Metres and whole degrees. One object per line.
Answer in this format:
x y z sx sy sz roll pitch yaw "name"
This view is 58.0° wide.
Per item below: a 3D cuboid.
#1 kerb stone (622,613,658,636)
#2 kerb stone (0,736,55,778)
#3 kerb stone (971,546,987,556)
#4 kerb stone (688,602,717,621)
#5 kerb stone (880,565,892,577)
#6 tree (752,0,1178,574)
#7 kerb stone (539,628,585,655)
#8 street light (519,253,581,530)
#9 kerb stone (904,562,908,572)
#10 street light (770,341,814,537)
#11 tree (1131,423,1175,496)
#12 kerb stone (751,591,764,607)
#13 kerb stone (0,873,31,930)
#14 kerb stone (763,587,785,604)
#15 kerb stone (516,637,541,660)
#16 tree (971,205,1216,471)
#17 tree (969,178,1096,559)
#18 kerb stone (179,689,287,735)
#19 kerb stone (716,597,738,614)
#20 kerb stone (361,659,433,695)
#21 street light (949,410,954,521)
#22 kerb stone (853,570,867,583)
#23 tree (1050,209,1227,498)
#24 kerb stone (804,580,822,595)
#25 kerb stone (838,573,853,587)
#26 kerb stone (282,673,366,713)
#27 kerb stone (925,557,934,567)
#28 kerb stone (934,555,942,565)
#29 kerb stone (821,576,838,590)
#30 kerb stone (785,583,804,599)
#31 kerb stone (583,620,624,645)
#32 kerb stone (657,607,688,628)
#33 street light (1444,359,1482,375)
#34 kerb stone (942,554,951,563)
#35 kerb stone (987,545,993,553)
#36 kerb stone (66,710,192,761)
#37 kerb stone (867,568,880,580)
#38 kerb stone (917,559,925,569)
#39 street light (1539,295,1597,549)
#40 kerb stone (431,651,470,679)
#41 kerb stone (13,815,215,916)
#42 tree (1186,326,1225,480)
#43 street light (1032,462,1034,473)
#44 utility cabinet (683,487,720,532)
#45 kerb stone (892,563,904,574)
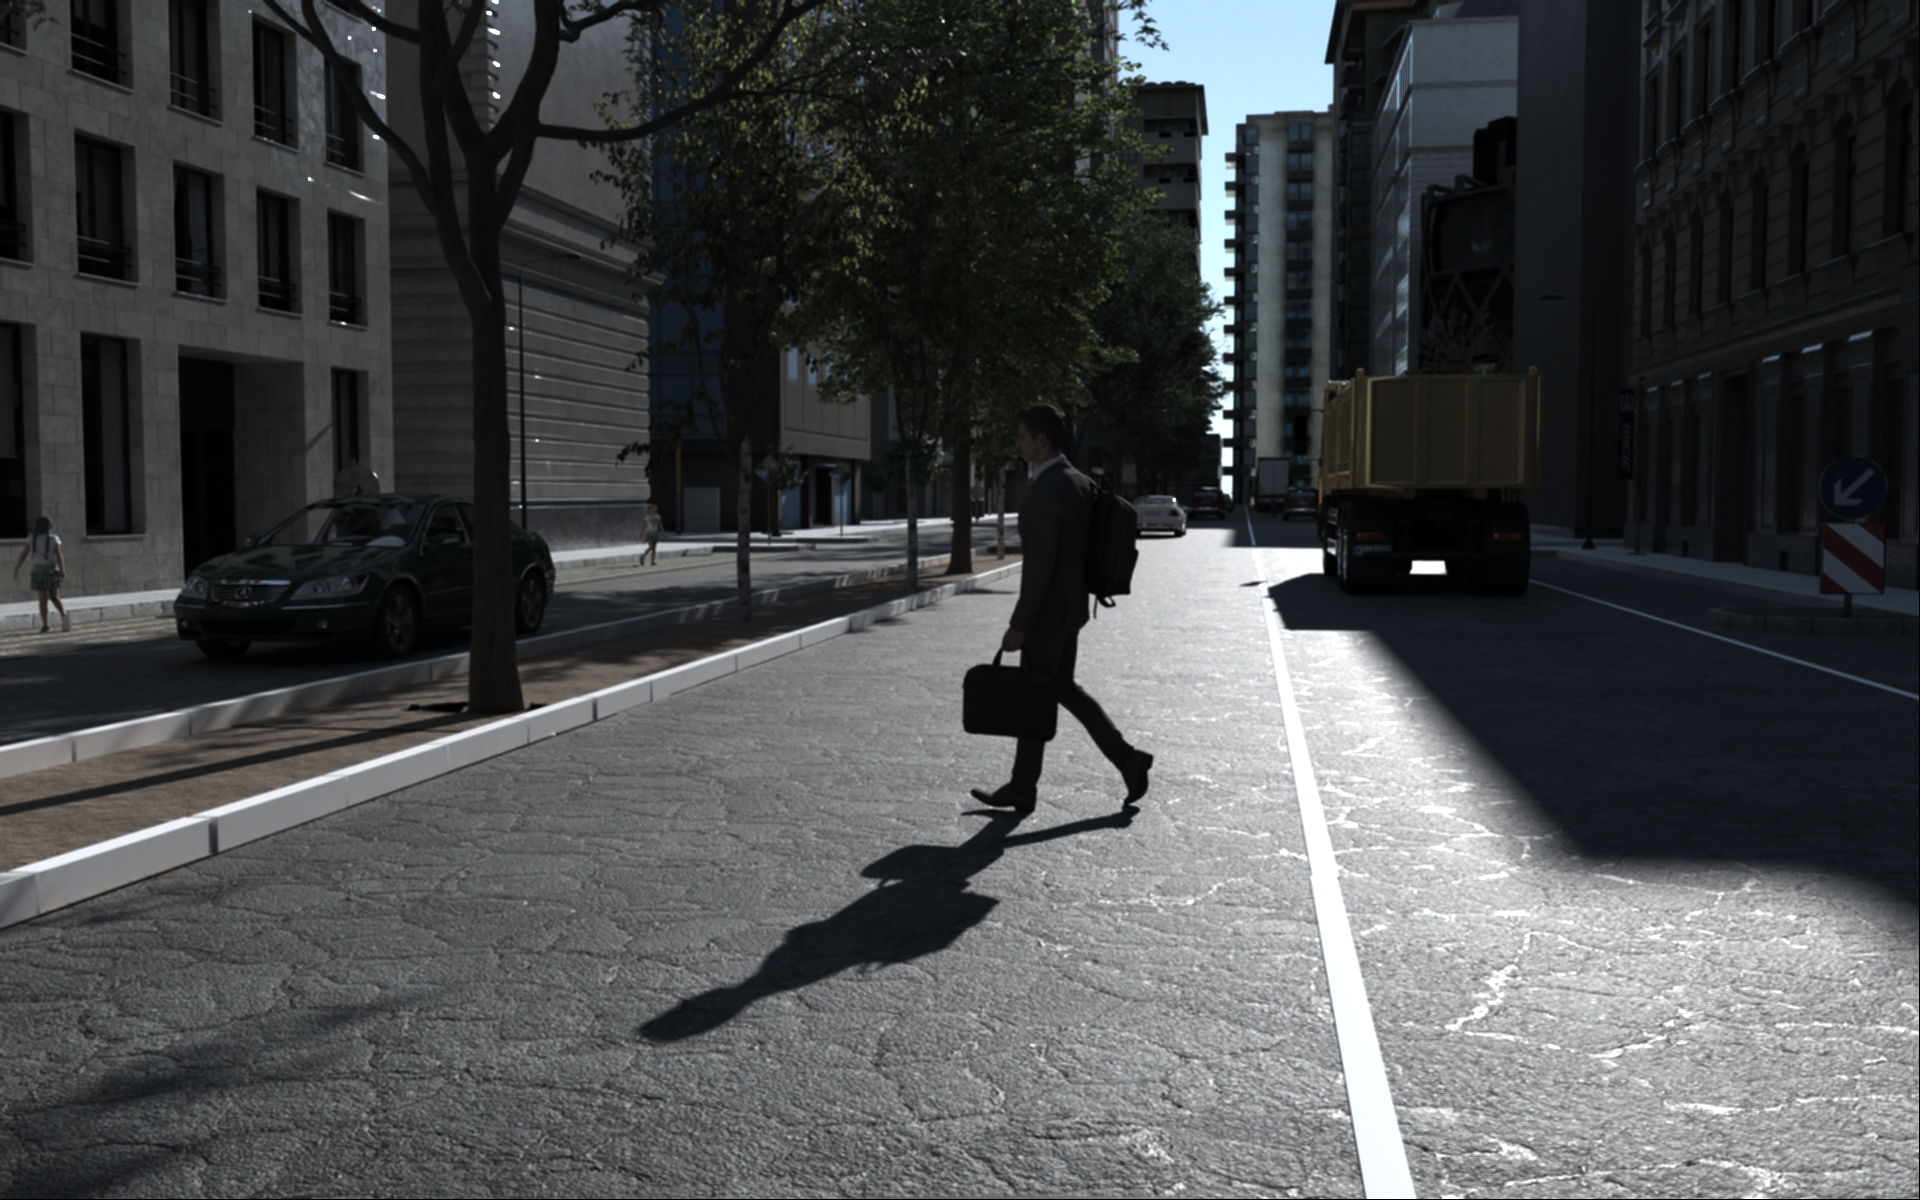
-3.356 0.270 17.821 0.120 0.150 1.000 1 4 9 "kerb stone"
-4.852 0.829 8.706 0.120 0.150 1.000 1 4 9 "kerb stone"
0.447 -1.157 41.112 0.120 0.150 1.000 1 4 9 "kerb stone"
-3.024 0.150 19.849 0.120 0.150 1.000 1 4 9 "kerb stone"
-1.372 -0.476 29.975 0.120 0.150 1.000 1 4 9 "kerb stone"
-0.021 -6.769 31.250 7.486 12.596 7.792 0 3 0 "tree"
-3.690 0.392 15.798 0.120 0.150 1.000 1 4 9 "kerb stone"
-7.977 -3.732 33.567 1.470 5.913 1.316 1 4 9 "street light"
-1.039 -0.599 32.000 0.120 0.150 1.000 1 4 9 "kerb stone"
-4.971 -4.837 51.619 1.470 5.913 1.316 1 4 9 "street light"
11.573 -9.066 101.055 4.360 8.622 3.978 0 3 0 "tree"
-2.699 0.022 21.867 0.120 0.150 1.000 1 4 9 "kerb stone"
-3.263 1.029 5.371 0.120 0.150 1.000 1 4 9 "kerb stone"
-2.534 -0.042 22.883 0.120 0.150 1.000 1 4 9 "kerb stone"
-3.858 0.454 14.777 0.120 0.150 1.000 1 4 9 "kerb stone"
3.760 -7.157 53.881 8.767 10.594 7.601 1 4 9 "tree"
0.912 -5.196 37.776 4.360 8.622 3.978 0 3 0 "tree"
-4.520 0.701 10.739 0.120 0.150 1.000 1 4 9 "kerb stone"
-2.864 0.090 20.859 0.120 0.150 1.000 1 4 9 "kerb stone"
-4.194 0.577 12.761 0.120 0.150 1.000 1 4 9 "kerb stone"
0.207 -6.762 83.100 1.470 5.913 1.316 1 4 9 "street light"
-1.712 -0.352 27.954 0.120 0.150 1.000 1 4 9 "kerb stone"
5.817 -8.212 62.478 9.928 11.665 9.643 0 3 0 "tree"
-2.200 -0.165 24.906 0.120 0.150 1.000 1 4 9 "kerb stone"
-1.872 -0.290 26.931 0.120 0.150 1.000 1 4 9 "kerb stone"
-4.358 0.639 11.752 0.120 0.150 1.000 1 4 9 "kerb stone"
-0.711 -0.723 34.018 0.120 0.150 1.000 1 4 9 "kerb stone"
-0.553 -0.785 35.028 0.120 0.150 1.000 1 4 9 "kerb stone"
-2.035 -0.228 25.920 0.120 0.150 1.000 1 4 9 "kerb stone"
-2.366 -0.104 23.891 0.120 0.150 1.000 1 4 9 "kerb stone"
-3.522 0.330 16.806 0.120 0.150 1.000 1 4 9 "kerb stone"
-3.197 0.206 18.832 0.120 0.150 1.000 1 4 9 "kerb stone"
17.323 -5.325 59.609 1.470 5.913 1.316 1 4 9 "street light"
-0.377 -0.843 36.046 0.120 0.150 1.000 1 4 9 "kerb stone"
0.616 -1.216 42.127 0.120 0.150 1.000 1 4 9 "kerb stone"
-4.685 0.768 9.728 0.120 0.150 1.000 1 4 9 "kerb stone"
-1.549 -0.410 28.963 0.120 0.150 1.000 1 4 9 "kerb stone"
-0.872 -0.658 33.008 0.120 0.150 1.000 1 4 9 "kerb stone"
14.181 -4.153 40.435 1.470 5.913 1.316 1 4 9 "street light"
-4.021 0.519 13.768 0.120 0.150 1.000 1 4 9 "kerb stone"
-3.102 0.968 6.381 0.120 0.150 1.000 1 4 9 "kerb stone"
10.373 -10.594 93.804 7.486 12.596 7.792 0 3 0 "tree"
5.386 -8.708 114.909 1.470 5.913 1.316 1 4 9 "street light"
-8.625 -3.009 57.875 1.173 1.500 0.318 1 4 11 "utility cabinet"
-1.212 -0.534 30.985 0.120 0.150 1.000 1 4 9 "kerb stone"
